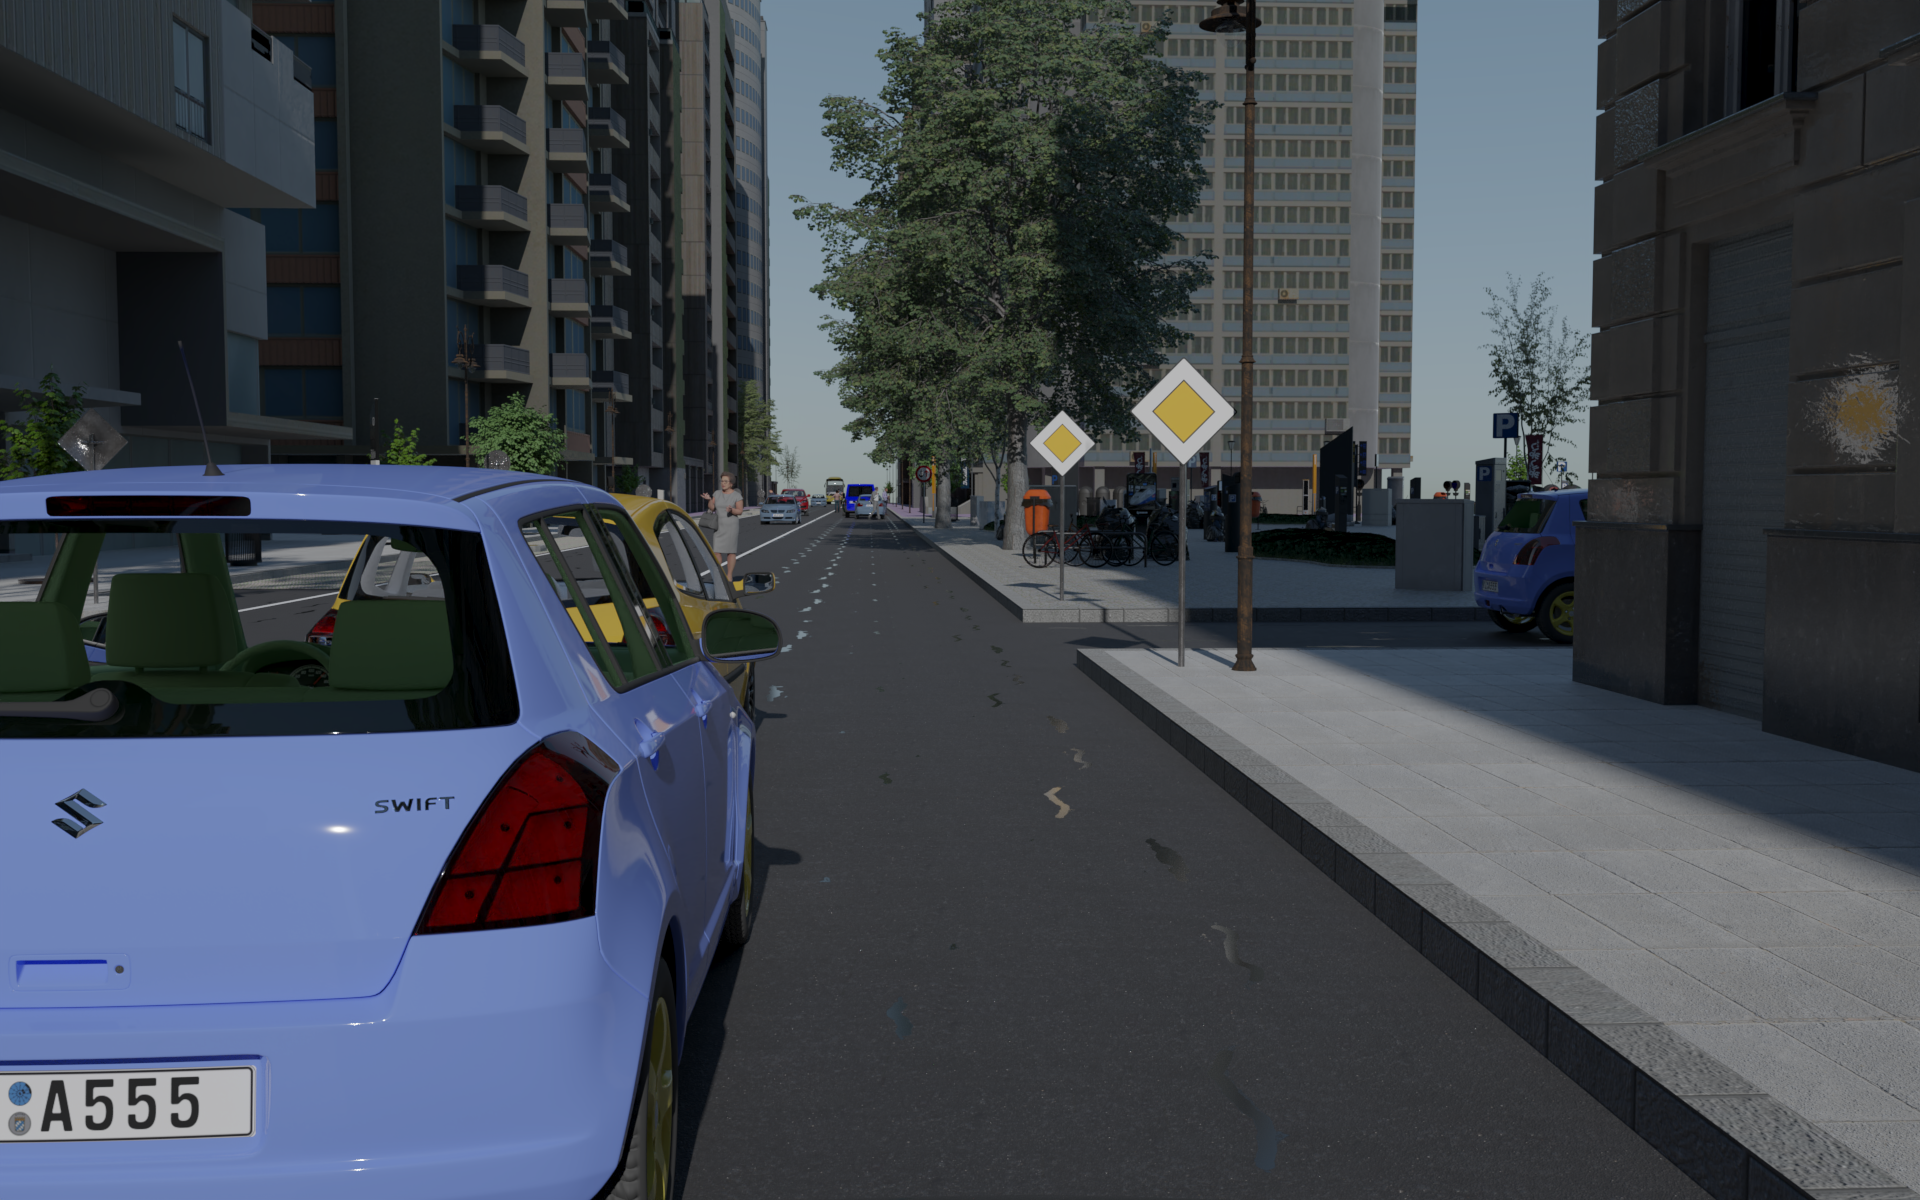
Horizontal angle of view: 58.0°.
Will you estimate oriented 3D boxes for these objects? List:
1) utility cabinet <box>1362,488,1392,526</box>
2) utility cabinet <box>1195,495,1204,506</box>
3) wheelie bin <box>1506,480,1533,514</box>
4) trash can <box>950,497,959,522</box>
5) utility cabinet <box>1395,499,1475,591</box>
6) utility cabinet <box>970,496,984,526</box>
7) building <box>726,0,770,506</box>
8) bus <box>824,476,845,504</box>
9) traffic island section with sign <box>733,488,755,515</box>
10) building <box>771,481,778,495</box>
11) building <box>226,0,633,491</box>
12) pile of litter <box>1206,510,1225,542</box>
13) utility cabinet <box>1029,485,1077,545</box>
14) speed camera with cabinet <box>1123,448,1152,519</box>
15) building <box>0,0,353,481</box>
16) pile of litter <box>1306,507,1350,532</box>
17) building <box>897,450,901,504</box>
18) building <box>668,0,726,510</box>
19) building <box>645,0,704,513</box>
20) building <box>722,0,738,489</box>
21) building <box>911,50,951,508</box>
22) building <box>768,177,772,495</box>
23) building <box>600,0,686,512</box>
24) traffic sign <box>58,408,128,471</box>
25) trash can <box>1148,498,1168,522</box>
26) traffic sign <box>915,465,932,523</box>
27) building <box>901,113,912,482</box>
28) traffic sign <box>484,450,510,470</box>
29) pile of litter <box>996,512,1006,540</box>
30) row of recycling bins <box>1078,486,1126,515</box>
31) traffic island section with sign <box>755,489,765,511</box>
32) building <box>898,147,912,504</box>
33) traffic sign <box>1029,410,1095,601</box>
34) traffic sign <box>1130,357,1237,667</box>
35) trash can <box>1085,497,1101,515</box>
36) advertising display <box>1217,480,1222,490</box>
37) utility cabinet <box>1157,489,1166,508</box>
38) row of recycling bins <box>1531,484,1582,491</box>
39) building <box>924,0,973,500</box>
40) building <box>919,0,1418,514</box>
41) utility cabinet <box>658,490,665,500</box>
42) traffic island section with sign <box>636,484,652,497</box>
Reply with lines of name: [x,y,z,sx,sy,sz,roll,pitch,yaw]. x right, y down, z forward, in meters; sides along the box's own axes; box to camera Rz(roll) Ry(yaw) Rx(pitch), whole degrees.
utility cabinet: [16.616,-3.691,69.026,1.173,1.500,0.318,3,5,43]
utility cabinet: [12.656,-4.916,91.532,0.306,1.237,1.020,-1,4,-8]
wheelie bin: [12.490,-1.894,38.867,0.980,1.594,0.693,1,4,12]
trash can: [-0.394,-4.189,80.148,0.748,1.137,0.748,0,3,0]
utility cabinet: [6.377,-0.741,23.284,0.306,1.237,1.020,-3,5,-44]
utility cabinet: [0.706,-3.657,70.953,0.306,1.237,1.020,1,4,17]
building: [-32.605,-39.757,192.027,21.231,58.520,28.212,0,4,-3]
bus: [-17.734,-15.542,245.653,2.896,3.916,12.252,0,4,-4]
traffic island section with sign: [-15.359,-6.779,119.458,1.989,1.847,2.006,0,4,-3]
building: [-40.988,-33.062,232.445,32.217,40.220,23.993,0,4,-3]
building: [-26.412,-25.669,74.307,22.147,44.769,28.867,0,4,-3]
pile of litter: [7.231,-2.019,46.972,1.176,0.858,1.719,2,4,32]
utility cabinet: [2.297,-2.101,43.034,1.173,1.500,0.318,0,3,0]
speed camera with cabinet: [7.799,-4.956,75.366,0.660,3.252,2.038,-1,4,-22]
building: [-29.438,-27.095,32.235,28.713,52.752,27.495,0,4,-3]
pile of litter: [12.179,-2.659,57.439,1.719,0.858,1.176,-1,4,-11]
building: [5.242,-24.257,241.648,27.650,21.520,28.899,0,4,-3]
building: [-26.006,-27.716,136.749,14.154,41.232,14.086,0,4,-3]
building: [-28.507,-41.597,118.364,20.563,71.187,20.611,0,4,-3]
building: [-31.395,-32.439,154.077,21.300,48.544,21.600,0,4,-3]
building: [2.407,-29.374,163.852,14.154,41.232,14.086,0,4,-3]
building: [-30.830,-32.428,213.786,14.154,41.232,14.086,0,4,-3]
building: [-24.113,-20.211,102.151,14.160,30.474,14.107,0,4,-3]
traffic sign: [-10.107,-1.013,20.211,0.795,2.450,0.064,0,4,-3]
trash can: [6.950,-3.024,61.093,0.748,1.137,0.748,0,3,0]
traffic sign: [-1.589,-4.651,76.147,0.768,2.556,0.104,0,4,5]
building: [4.444,-33.179,197.100,22.147,44.769,28.867,0,4,-3]
traffic sign: [-13.396,-3.060,50.139,0.768,2.556,0.104,0,4,-1]
pile of litter: [1.661,-2.107,48.414,1.176,0.858,1.719,3,5,41]
row of recycling bins: [7.095,-5.134,91.052,3.534,1.692,1.069,0,4,7]
traffic island section with sign: [-16.830,-8.470,147.112,1.989,1.847,2.006,0,4,-3]
building: [-0.821,-34.798,219.064,14.600,45.320,14.200,0,4,-3]
traffic sign: [1.222,-1.049,20.786,0.795,2.450,0.064,0,4,-3]
traffic sign: [1.643,-0.561,12.811,0.795,2.450,0.064,0,4,-3]
trash can: [6.173,-4.194,80.219,0.748,1.137,0.748,0,3,0]
advertising display: [12.407,-4.654,81.302,0.974,1.923,0.123,-3,5,-43]
utility cabinet: [8.033,-3.744,69.888,0.318,1.500,1.173,0,4,-6]
row of recycling bins: [24.036,-3.953,71.738,3.534,1.692,1.069,-1,4,-9]
building: [10.850,-33.868,142.987,28.713,52.752,27.495,0,4,-3]
building: [13.519,-26.046,117.740,32.217,40.220,23.993,0,4,-3]
utility cabinet: [-15.301,-4.899,88.775,0.318,1.500,1.173,0,4,-7]
traffic island section with sign: [-12.743,-3.745,69.851,1.989,1.847,2.006,0,4,-3]
